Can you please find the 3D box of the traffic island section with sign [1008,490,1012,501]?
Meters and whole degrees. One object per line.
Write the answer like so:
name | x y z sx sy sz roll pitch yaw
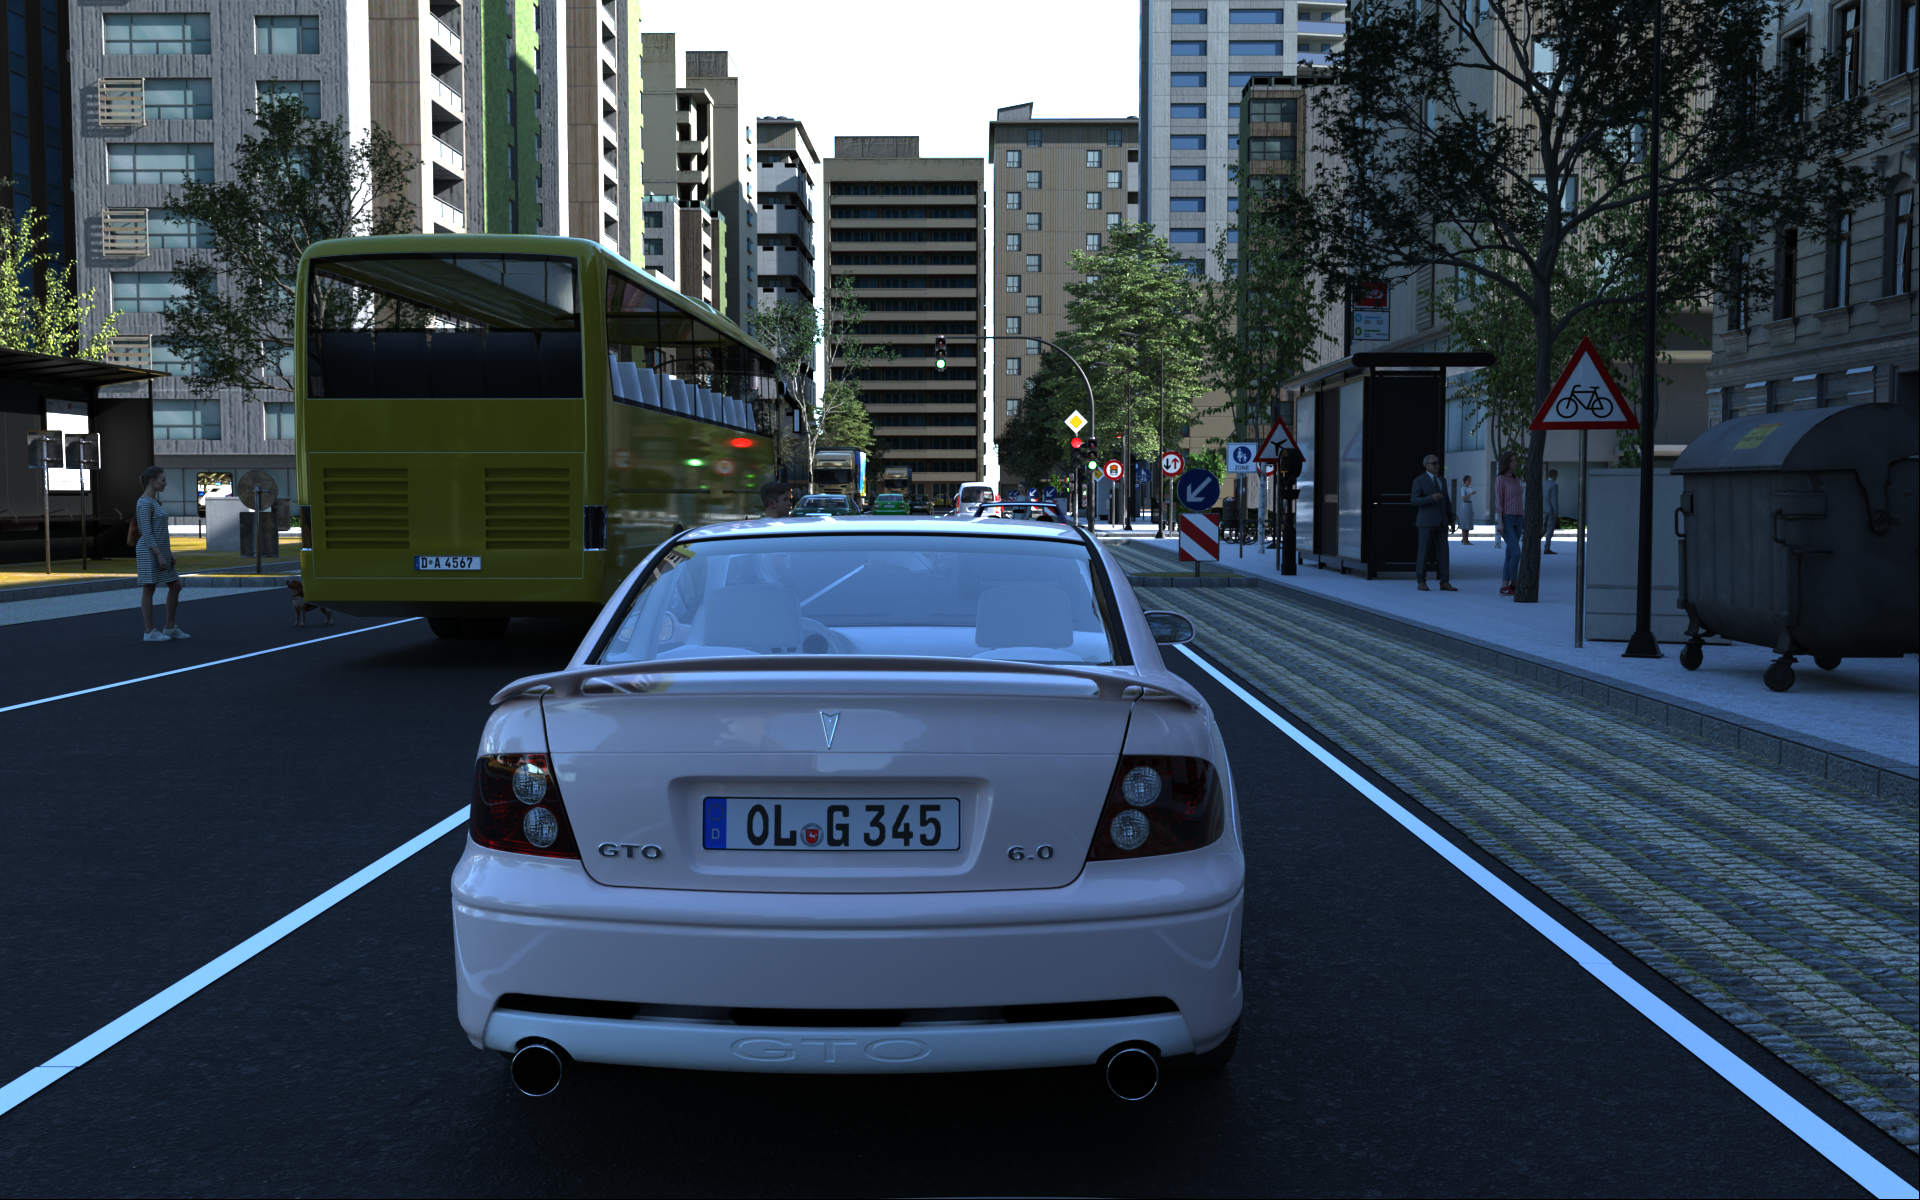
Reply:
traffic island section with sign | 5.045 -9.246 159.798 1.989 1.847 2.006 0 4 1

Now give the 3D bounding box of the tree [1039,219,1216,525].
tree | 7.180 -9.393 71.707 7.486 12.596 7.792 0 3 0

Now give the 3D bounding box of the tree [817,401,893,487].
tree | -12.869 -17.942 210.358 9.611 12.733 9.660 0 3 0

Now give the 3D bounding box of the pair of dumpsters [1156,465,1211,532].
pair of dumpsters | 7.717 -3.475 59.304 1.574 2.255 4.437 0 4 1

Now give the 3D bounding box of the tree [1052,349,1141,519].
tree | 7.250 -8.451 88.532 4.737 8.622 4.395 0 3 0

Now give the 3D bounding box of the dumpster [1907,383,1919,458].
dumpster | 8.036 -0.693 13.823 1.502 2.255 1.985 0 4 1

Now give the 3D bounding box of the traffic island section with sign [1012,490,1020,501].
traffic island section with sign | 4.473 -6.181 109.685 1.989 1.847 2.006 0 4 1

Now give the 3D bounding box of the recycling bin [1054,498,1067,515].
recycling bin | 6.167 -5.750 106.569 0.722 1.027 0.722 0 4 -7

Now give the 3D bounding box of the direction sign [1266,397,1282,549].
direction sign | 7.378 -2.972 40.586 0.379 3.537 0.876 1 4 23

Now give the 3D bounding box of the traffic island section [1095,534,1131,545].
traffic island section | 3.806 -1.699 50.065 2.009 0.180 2.903 0 4 1

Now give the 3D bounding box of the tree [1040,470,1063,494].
tree | 7.756 -8.936 140.702 1.663 3.219 1.824 0 3 0

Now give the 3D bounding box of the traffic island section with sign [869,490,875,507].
traffic island section with sign | -9.462 -10.985 188.232 1.989 1.847 2.006 0 4 1

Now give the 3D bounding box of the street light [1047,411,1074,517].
street light | 5.804 -7.607 96.913 1.470 5.913 1.316 0 4 1

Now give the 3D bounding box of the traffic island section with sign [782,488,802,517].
traffic island section with sign | -10.339 -6.188 109.801 1.989 1.847 2.006 0 4 1

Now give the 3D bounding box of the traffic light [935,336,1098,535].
traffic light | 1.673 -4.597 49.834 4.771 5.953 1.251 0 4 1

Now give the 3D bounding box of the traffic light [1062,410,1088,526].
traffic light | 3.855 -4.221 57.936 0.839 4.253 0.868 0 4 1

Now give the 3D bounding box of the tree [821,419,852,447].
tree | -12.452 -13.163 165.584 4.360 8.622 3.978 0 3 0

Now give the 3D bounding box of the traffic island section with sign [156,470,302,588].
traffic island section with sign | -11.269 -1.143 27.313 1.989 1.847 2.006 0 4 1

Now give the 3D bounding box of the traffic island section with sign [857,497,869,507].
traffic island section with sign | -9.766 -9.321 161.030 1.989 1.847 2.006 0 4 1

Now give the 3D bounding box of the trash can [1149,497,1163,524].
trash can | 8.546 -3.863 74.810 0.748 1.137 0.748 0 3 0

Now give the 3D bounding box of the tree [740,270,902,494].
tree | -11.784 -17.766 146.366 12.611 20.169 13.585 0 3 0

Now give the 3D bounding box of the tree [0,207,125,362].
tree | -23.927 -5.730 44.054 4.737 8.622 4.395 0 3 0

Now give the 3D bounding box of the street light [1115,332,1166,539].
street light | 5.253 -4.733 49.922 1.470 5.913 1.316 0 4 1

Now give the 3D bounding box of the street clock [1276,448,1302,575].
street clock | 5.201 -1.392 27.333 0.358 2.002 0.471 -1 4 -11

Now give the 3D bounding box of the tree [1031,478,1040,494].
tree | 7.731 -10.795 171.100 1.663 3.219 1.824 0 3 0

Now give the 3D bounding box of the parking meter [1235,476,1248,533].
parking meter | 9.289 -3.148 57.178 0.399 1.863 0.255 0 4 6

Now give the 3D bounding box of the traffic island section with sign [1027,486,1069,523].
traffic island section with sign | 4.174 -4.527 82.647 1.989 1.847 2.006 0 4 1

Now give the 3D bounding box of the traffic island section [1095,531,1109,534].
traffic island section | 3.895 -2.188 58.050 2.009 0.180 2.903 0 4 1

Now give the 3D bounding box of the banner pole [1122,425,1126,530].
banner pole | 5.915 -4.436 62.543 0.401 3.779 0.863 0 4 7

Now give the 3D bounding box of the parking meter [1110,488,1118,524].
parking meter | 6.536 -3.981 73.502 0.372 1.533 0.369 0 3 0

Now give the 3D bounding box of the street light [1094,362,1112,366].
street light | 5.421 -5.420 61.158 1.470 5.913 1.316 0 4 1

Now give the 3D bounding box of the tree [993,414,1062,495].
tree | 7.606 -15.855 193.645 8.767 10.594 7.601 1 4 12

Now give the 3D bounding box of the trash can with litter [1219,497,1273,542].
trash can with litter | 7.553 -2.214 47.259 1.678 1.210 2.233 -2 4 -34

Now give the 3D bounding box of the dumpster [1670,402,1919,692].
dumpster | 5.826 -0.373 11.853 1.264 1.857 1.865 0 4 1

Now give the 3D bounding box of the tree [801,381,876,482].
tree | -12.135 -15.674 174.402 7.486 12.596 7.792 0 3 0

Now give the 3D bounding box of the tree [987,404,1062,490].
tree | 8.342 -18.140 206.956 12.009 13.543 11.850 0 3 0

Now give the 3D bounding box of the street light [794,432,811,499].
street light | -11.854 -9.624 129.894 1.470 5.913 1.316 0 4 1

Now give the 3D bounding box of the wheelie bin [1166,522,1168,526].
wheelie bin | 8.589 -3.791 69.886 0.693 1.594 0.980 0 4 -1

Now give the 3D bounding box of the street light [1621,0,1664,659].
street light | 4.852 -2.506 13.511 1.470 5.913 1.316 0 4 1

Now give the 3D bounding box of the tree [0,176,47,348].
tree | -21.899 -5.336 37.614 4.360 8.622 3.978 0 3 0

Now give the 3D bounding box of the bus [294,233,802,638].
bus | -3.985 -1.744 20.067 2.896 3.916 12.252 0 4 2

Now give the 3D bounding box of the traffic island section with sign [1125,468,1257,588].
traffic island section with sign | 3.558 -1.143 27.309 1.989 1.847 2.006 0 4 1

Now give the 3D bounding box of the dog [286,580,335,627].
dog | -7.041 0.026 18.869 0.406 0.507 0.540 0 4 -1

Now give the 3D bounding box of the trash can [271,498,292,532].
trash can | -23.263 -2.915 59.310 0.748 1.137 0.748 0 3 0
